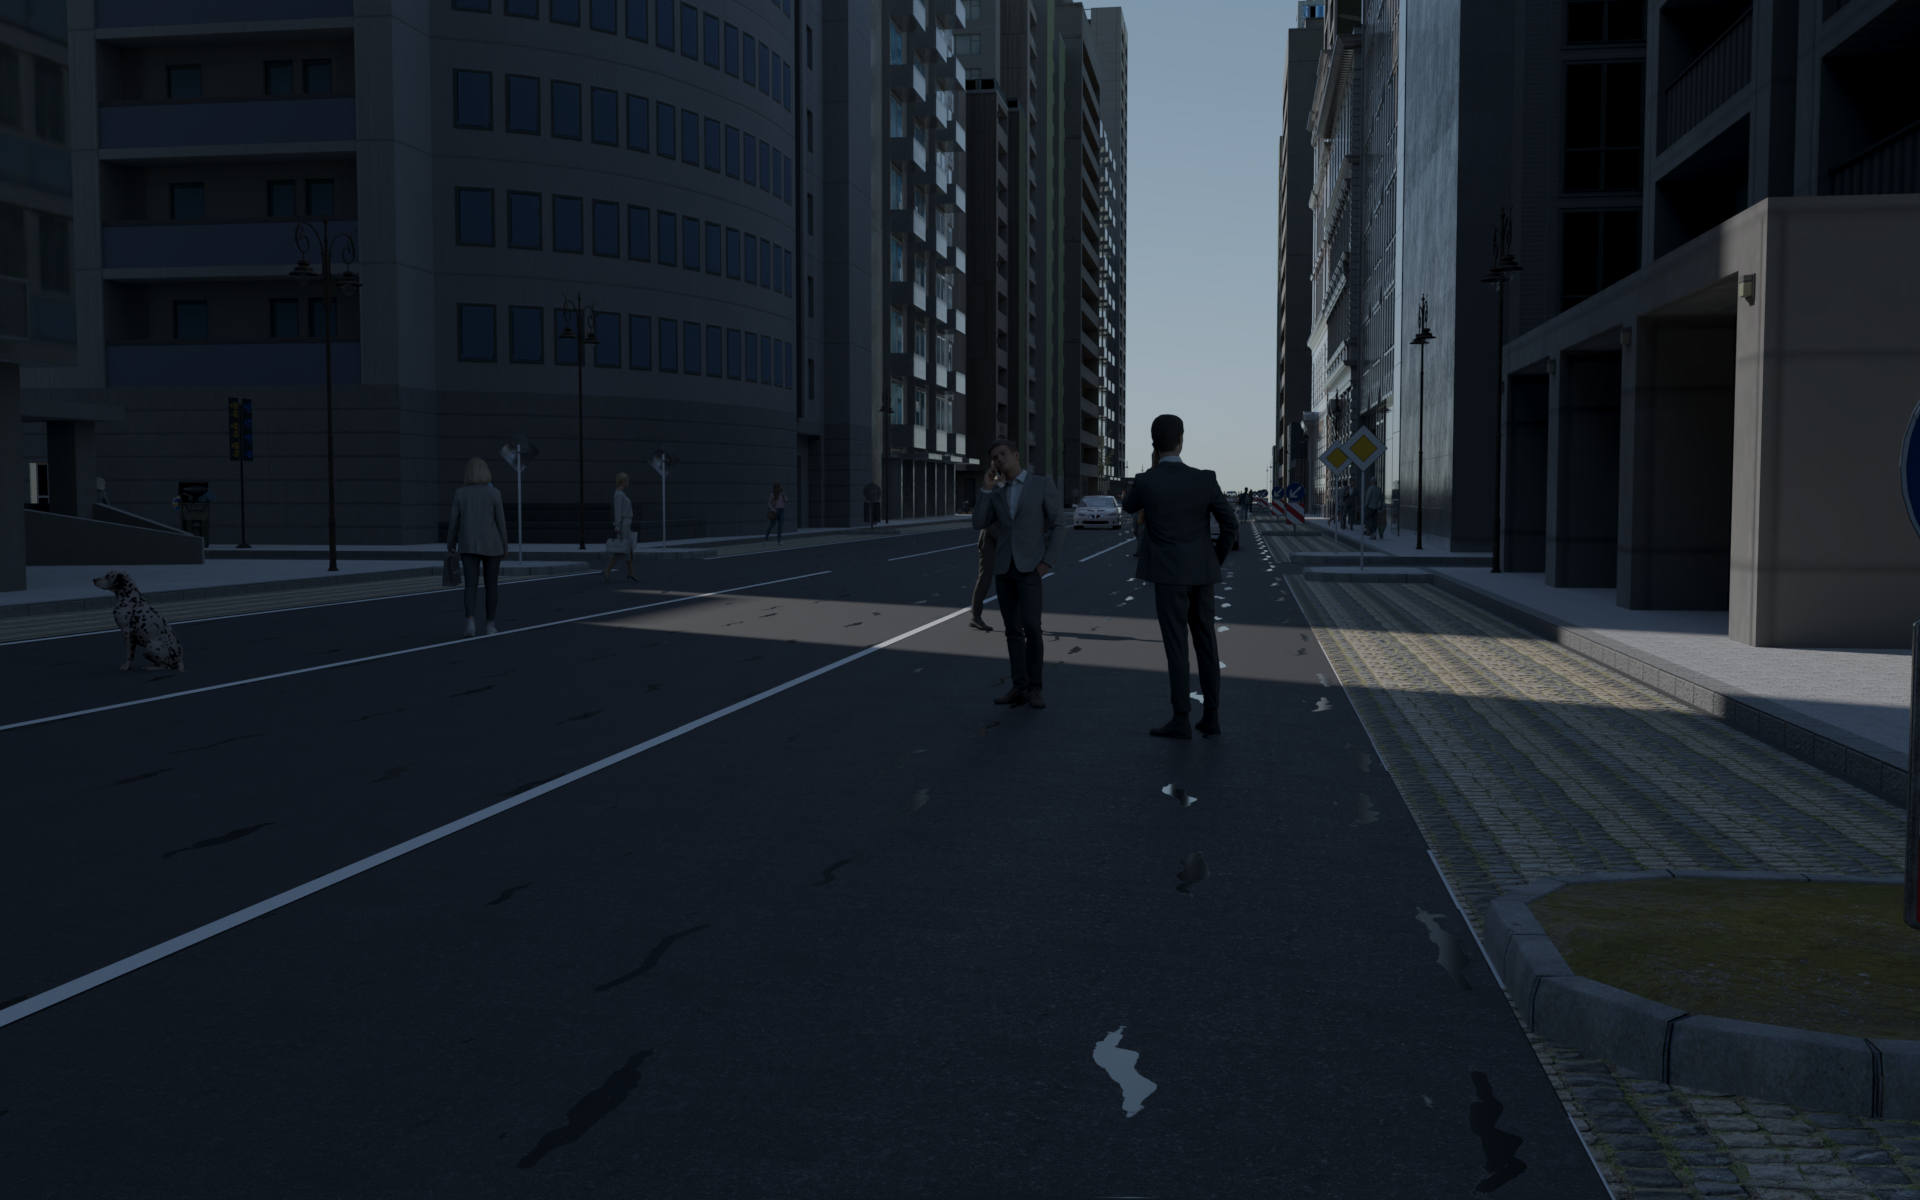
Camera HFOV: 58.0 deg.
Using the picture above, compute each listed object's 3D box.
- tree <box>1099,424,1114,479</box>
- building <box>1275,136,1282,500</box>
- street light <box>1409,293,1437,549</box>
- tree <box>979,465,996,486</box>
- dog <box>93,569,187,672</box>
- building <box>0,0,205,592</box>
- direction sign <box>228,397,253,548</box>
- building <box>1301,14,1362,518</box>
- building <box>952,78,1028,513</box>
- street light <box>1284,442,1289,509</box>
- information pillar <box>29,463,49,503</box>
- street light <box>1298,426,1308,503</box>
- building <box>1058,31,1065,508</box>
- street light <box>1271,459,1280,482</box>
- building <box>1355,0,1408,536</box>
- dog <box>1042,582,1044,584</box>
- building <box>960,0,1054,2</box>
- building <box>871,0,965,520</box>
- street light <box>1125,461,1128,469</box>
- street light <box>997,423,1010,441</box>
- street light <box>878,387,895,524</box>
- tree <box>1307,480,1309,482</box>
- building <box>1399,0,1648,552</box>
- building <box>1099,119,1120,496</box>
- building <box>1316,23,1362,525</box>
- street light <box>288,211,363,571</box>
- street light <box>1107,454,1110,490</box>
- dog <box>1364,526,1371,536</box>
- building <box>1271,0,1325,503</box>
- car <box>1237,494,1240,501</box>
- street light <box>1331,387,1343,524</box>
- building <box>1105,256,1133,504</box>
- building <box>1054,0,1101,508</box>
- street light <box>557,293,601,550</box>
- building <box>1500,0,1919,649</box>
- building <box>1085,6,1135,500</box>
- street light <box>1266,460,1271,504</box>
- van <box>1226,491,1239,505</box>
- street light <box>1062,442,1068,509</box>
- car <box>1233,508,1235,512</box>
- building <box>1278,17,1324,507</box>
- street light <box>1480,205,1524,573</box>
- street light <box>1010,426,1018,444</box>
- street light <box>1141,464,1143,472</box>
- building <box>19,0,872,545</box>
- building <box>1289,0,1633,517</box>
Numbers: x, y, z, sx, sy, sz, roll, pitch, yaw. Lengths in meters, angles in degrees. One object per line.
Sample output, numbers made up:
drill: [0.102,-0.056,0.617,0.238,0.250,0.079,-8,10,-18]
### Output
tree: [14.340,-14.234,183.088,4.360,8.622,3.978,0,3,0]
building: [43.567,-31.550,199.430,14.154,41.232,14.086,1,4,9]
street light: [10.660,-4.112,40.027,0.468,5.910,1.993,1,4,9]
tree: [2.038,-7.188,112.130,1.663,3.219,1.824,0,3,0]
dog: [-6.565,0.168,14.091,0.800,0.831,0.513,2,4,28]
building: [-24.399,-19.943,17.945,23.993,40.220,32.217,1,4,9]
direction sign: [-16.974,-2.993,40.934,0.379,3.537,0.876,1,4,11]
building: [27.019,-19.198,99.795,13.634,28.700,20.117,1,4,9]
building: [-3.082,-21.418,121.888,14.160,30.474,14.107,1,4,9]
street light: [28.393,-10.877,150.632,0.468,5.910,1.993,1,4,9]
information pillar: [-21.836,-2.241,41.124,0.304,2.012,0.304,2,4,34]
street light: [22.797,-8.740,115.693,0.468,5.910,1.993,1,4,9]
building: [1.352,-28.509,149.713,14.154,41.232,14.086,1,4,9]
street light: [35.944,-13.704,196.845,0.468,5.910,1.993,1,4,9]
building: [20.764,-14.831,60.511,12.078,24.808,19.932,1,4,9]
dog: [0.992,-0.461,27.734,0.550,0.427,0.748,-1,4,-22]
building: [-0.380,-27.655,135.751,14.154,41.232,14.086,1,4,9]
building: [-11.952,-28.973,93.310,23.786,49.044,30.456,1,4,9]
street light: [22.429,-15.896,232.689,0.468,5.910,1.993,1,4,9]
street light: [2.654,-8.394,110.035,0.468,5.910,1.993,1,4,9]
street light: [-3.164,-6.240,74.819,0.468,5.910,1.993,1,4,9]
tree: [23.713,-7.221,112.659,1.663,3.219,1.824,0,3,0]
building: [26.369,-13.532,40.319,30.058,24.678,14.314,1,4,9]
building: [7.330,-36.301,213.129,23.786,49.044,30.456,1,4,9]
building: [22.499,-15.386,80.432,11.050,23.489,19.941,1,4,9]
street light: [-10.440,-3.418,28.667,0.468,5.910,1.993,1,4,9]
street light: [16.943,-13.758,197.733,0.468,5.910,1.993,1,4,9]
dog: [12.663,-2.184,53.451,0.748,0.427,0.550,-3,5,-40]
building: [51.559,-55.467,219.553,22.319,86.520,31.000,1,4,9]
car: [37.025,-13.708,233.161,2.155,1.783,4.494,1,4,8]
street light: [16.277,-6.249,74.961,0.468,5.910,1.993,1,4,9]
building: [7.688,-33.577,240.865,32.217,40.220,23.993,1,4,9]
building: [2.024,-33.255,167.421,21.300,48.544,21.600,1,4,9]
street light: [-8.730,-4.103,39.876,0.468,5.910,1.993,1,4,9]
building: [17.447,-35.285,15.167,20.563,71.187,20.611,1,4,9]
building: [16.816,-50.339,261.299,20.563,71.187,20.611,1,4,9]
street light: [41.560,-15.841,231.779,0.468,5.910,1.993,1,4,9]
van: [35.093,-13.265,223.889,2.013,2.044,4.112,1,4,9]
street light: [9.127,-10.907,151.115,0.468,5.910,1.993,1,4,9]
car: [8.051,-2.710,56.897,1.945,1.354,3.894,0,4,8]
building: [43.074,-33.584,172.794,21.300,48.544,21.600,1,4,9]
street light: [8.732,-3.379,28.037,0.468,5.910,1.993,1,4,9]
street light: [3.599,-8.727,115.473,0.468,5.910,1.993,1,4,9]
street light: [28.209,-18.047,267.854,0.468,5.910,1.993,1,4,9]
building: [-16.127,-31.434,55.947,21.231,58.520,28.212,1,4,9]
building: [34.034,-41.744,120.772,20.563,71.187,20.611,1,4,9]
